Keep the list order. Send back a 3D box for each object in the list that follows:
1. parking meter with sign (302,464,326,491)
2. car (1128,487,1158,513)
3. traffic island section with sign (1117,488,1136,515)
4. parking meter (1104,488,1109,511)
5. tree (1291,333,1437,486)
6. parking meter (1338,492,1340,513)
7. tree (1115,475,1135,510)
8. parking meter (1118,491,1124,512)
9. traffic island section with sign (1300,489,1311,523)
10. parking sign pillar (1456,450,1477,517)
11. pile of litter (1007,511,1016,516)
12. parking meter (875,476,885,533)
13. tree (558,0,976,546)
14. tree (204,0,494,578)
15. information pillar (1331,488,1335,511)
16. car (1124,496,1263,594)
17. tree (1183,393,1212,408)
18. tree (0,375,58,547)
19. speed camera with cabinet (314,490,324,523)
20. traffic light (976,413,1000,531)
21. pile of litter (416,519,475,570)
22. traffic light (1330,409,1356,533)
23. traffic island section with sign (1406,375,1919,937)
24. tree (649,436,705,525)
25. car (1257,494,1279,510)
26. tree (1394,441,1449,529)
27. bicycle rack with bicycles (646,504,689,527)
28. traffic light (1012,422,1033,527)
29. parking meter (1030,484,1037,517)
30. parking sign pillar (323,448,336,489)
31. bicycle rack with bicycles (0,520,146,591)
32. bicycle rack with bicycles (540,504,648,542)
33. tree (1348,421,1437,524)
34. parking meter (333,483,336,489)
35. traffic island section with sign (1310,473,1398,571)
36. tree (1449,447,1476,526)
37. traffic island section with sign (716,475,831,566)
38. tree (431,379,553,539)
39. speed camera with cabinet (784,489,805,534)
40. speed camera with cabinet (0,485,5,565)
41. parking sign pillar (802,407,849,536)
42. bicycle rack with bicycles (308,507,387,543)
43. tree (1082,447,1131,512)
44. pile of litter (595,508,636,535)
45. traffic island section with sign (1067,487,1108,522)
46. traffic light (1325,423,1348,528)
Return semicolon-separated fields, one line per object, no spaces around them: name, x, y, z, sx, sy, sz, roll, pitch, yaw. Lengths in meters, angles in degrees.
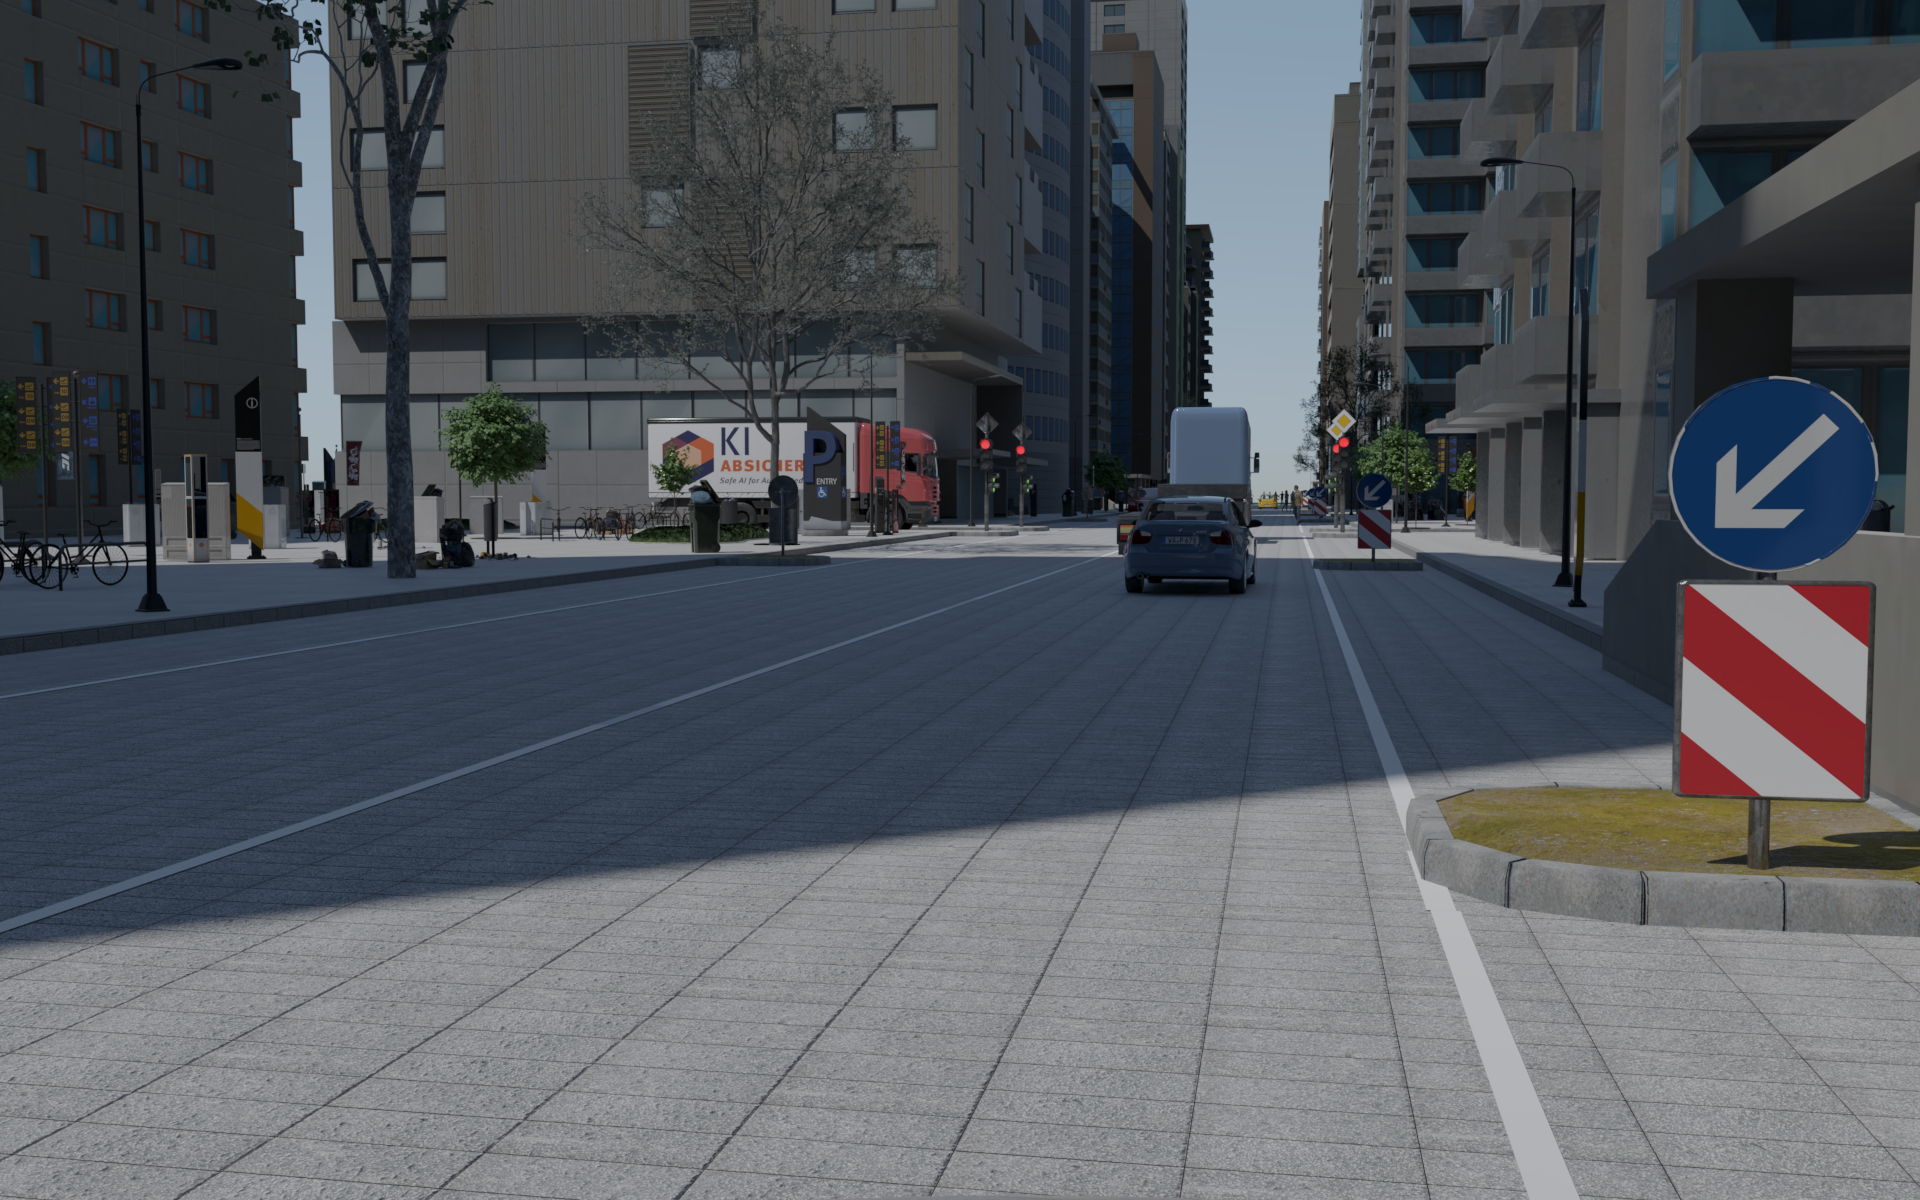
parking meter with sign;-36.880;-6.324;99.655;1.738;3.016;0.543;0;4;-7
car;9.967;-5.008;90.553;2.281;1.827;5.304;1;4;12
traffic island section with sign;11.656;-6.603;116.579;1.989;1.847;2.006;1;4;11
parking meter;11.251;-7.803;133.291;0.255;1.863;0.399;-2;4;-24
tree;23.383;-10.105;99.633;8.767;10.594;7.601;2;4;24
parking meter;25.638;-6.842;117.584;0.255;1.863;0.399;0;4;4
tree;12.872;-8.778;138.116;1.663;3.219;1.824;0;3;0
parking meter;11.526;-7.065;123.921;0.372;1.533;0.369;0;3;0
traffic island section with sign;18.062;-4.821;87.448;1.989;1.847;2.006;1;4;11
parking sign pillar;28.442;-6.612;96.585;1.447;3.967;1.447;0;4;3
pile of litter;2.681;-5.261;99.974;1.176;0.858;1.719;3;5;40
parking meter;-2.636;-3.128;56.848;0.255;1.863;0.399;-1;4;-16
tree;-4.711;-8.102;42.831;12.009;13.543;11.850;0;3;0
tree;-7.504;-10.464;26.978;12.611;20.169;13.585;0;3;0
information pillar;27.781;-7.584;128.490;0.304;2.012;0.304;-3;5;-44
car;3.547;-0.874;26.298;2.014;1.417;4.499;1;4;13
tree;28.279;-18.968;216.777;9.857;13.997;8.962;0;3;0
tree;-23.825;-3.582;42.276;4.285;4.588;4.351;0;3;0
speed camera with cabinet;-29.486;-5.071;77.250;2.038;3.252;0.660;0;4;-7
traffic light;0.935;-4.325;59.636;0.839;4.253;0.868;1;4;11
pile of litter;-9.075;-0.985;30.076;1.176;0.858;1.719;1;4;19
traffic light;12.692;-4.191;57.435;0.839;4.253;0.868;1;4;11
traffic island section with sign;2.770;0.123;6.617;1.989;1.847;2.006;1;4;11
tree;-9.699;-3.887;58.151;1.663;3.219;1.824;0;3;0
car;28.425;-9.145;159.750;2.015;1.641;3.980;1;4;12
tree;16.725;-4.236;63.866;1.663;3.219;1.824;0;3;0
bicycle rack with bicycles;-11.126;-2.950;61.620;2.852;0.926;2.925;-2;4;-32
traffic light;2.420;-4.805;67.482;0.839;4.253;0.868;1;4;11
parking meter;4.153;-5.640;97.926;0.399;1.863;0.255;1;4;12
parking sign pillar;-36.725;-6.904;101.357;1.447;3.967;1.447;0;4;7
bicycle rack with bicycles;-12.750;-0.640;23.852;2.852;0.926;2.925;1;4;14
bicycle rack with bicycles;-10.465;-2.119;48.031;2.852;0.926;2.925;-1;4;-23
tree;19.207;-5.629;75.748;4.285;4.588;4.351;0;3;0
parking meter;-29.895;-4.737;83.163;0.399;1.863;0.255;2;4;34
traffic island section with sign;7.824;-1.511;33.326;1.989;1.847;2.006;1;4;11
tree;20.865;-4.656;70.720;1.663;3.219;1.824;0;3;0
traffic island section with sign;-3.720;-1.633;35.326;1.989;1.847;2.006;1;4;11
tree;-13.390;-4.026;49.540;4.285;4.588;4.351;0;3;0
speed camera with cabinet;-5.007;-3.747;55.595;2.038;3.252;0.660;-1;4;-19
speed camera with cabinet;-16.790;-2.139;29.309;0.660;3.252;2.038;-1;4;-16
parking sign pillar;-4.142;-3.951;53.069;1.447;3.967;1.447;1;4;22
bicycle rack with bicycles;-15.724;-2.014;46.314;2.852;0.926;2.925;-3;5;-44
tree;10.330;-8.447;121.825;4.285;4.588;4.351;0;3;0
pile of litter;-10.857;-2.513;55.057;1.719;0.858;1.176;-2;4;-32
traffic island section with sign;6.643;-4.983;90.093;1.989;1.847;2.006;1;4;11
traffic light;14.177;-4.670;65.282;0.839;4.253;0.868;1;4;11
